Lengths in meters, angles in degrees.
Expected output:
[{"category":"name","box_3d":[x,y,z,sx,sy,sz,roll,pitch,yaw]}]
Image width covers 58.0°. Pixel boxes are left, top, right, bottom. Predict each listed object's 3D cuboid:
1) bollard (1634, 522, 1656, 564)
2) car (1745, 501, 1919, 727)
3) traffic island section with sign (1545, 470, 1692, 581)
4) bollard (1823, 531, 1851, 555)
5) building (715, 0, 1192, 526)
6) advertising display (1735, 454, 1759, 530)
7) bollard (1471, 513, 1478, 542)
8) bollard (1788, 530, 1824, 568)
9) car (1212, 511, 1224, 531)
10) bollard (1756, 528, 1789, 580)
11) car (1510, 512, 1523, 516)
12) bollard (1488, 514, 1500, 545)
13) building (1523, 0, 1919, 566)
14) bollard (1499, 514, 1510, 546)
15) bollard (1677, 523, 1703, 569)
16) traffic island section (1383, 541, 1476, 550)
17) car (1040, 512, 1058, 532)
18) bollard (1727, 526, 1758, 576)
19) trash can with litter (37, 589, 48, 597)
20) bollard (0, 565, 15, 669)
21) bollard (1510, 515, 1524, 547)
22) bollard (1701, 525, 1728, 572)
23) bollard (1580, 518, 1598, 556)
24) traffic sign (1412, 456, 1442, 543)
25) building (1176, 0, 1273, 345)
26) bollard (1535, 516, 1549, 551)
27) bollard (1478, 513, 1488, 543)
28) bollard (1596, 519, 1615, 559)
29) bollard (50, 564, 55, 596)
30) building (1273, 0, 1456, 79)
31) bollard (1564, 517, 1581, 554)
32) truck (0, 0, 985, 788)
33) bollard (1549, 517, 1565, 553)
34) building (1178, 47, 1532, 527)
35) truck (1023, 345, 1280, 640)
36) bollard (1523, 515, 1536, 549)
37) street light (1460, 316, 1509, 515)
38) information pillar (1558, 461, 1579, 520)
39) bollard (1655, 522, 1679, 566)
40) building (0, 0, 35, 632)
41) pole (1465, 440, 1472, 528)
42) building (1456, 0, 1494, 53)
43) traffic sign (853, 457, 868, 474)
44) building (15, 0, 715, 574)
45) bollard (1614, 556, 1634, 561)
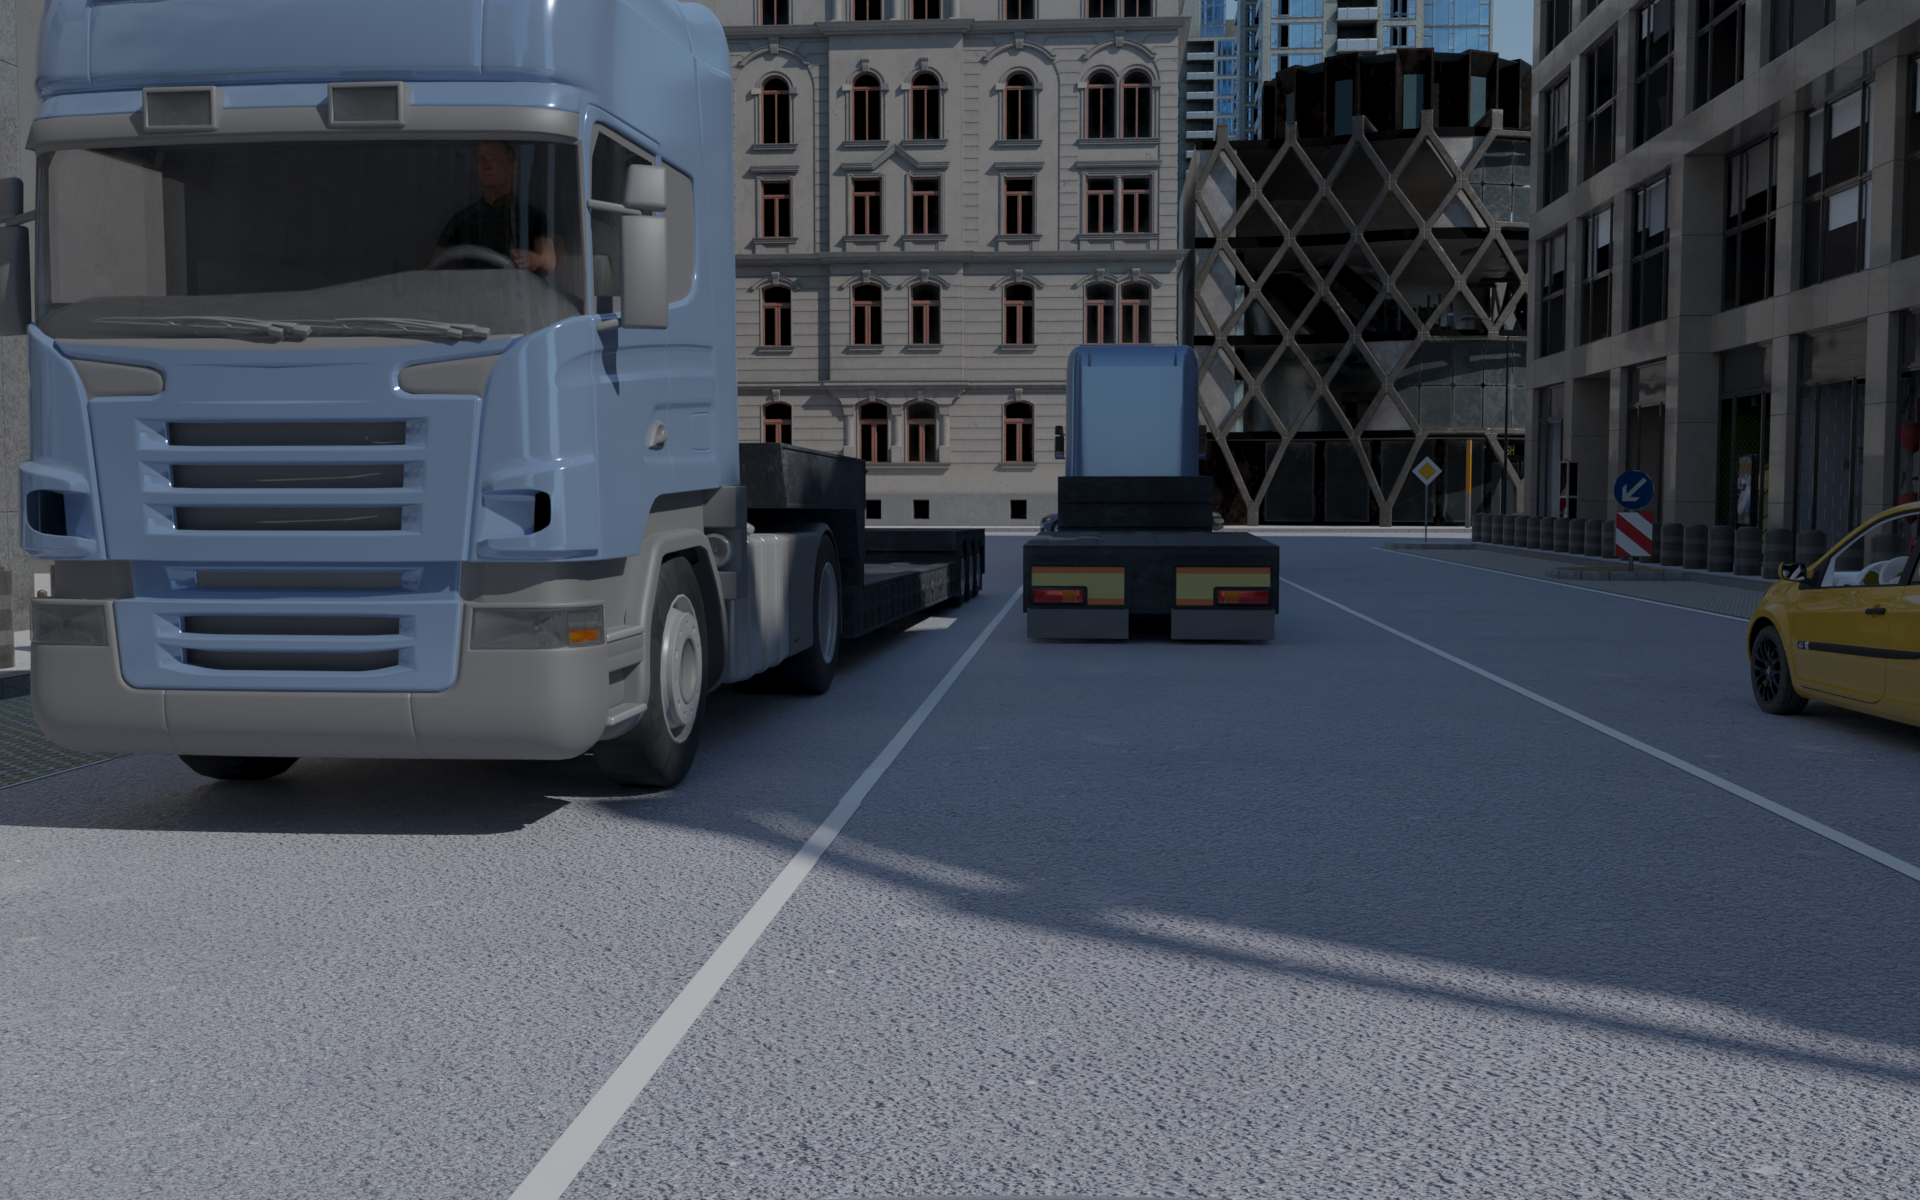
[{"category":"bollard","box_3d":[12.822,-1.065,32.133,0.404,0.777,0.398,0,3,0]},{"category":"car","box_3d":[6.017,0.010,10.056,2.015,1.641,3.980,0,4,4]},{"category":"traffic island section with sign","box_3d":[11.040,-1.264,29.290,1.989,1.847,2.006,0,4,5]},{"category":"bollard","box_3d":[12.152,-0.550,23.714,0.404,0.777,0.398,0,3,0]},{"category":"building","box_3d":[-2.022,-17.563,74.538,23.554,28.519,14.401,0,4,5]},{"category":"advertising display","box_3d":[12.880,-1.416,28.359,0.123,1.923,0.974,1,4,12]},{"category":"bollard","box_3d":[13.968,-1.948,46.570,0.404,0.777,0.398,0,3,0]},{"category":"bollard","box_3d":[12.246,-0.624,24.916,0.404,0.777,0.398,0,3,0]},{"category":"car","box_3d":[7.282,-3.174,61.681,4.222,1.686,2.009,0,4,5]},{"category":"bollard","box_3d":[12.340,-0.698,26.122,0.404,0.777,0.398,0,3,0]},{"category":"car","box_3d":[18.245,-2.407,51.354,4.499,1.417,2.014,0,4,5]},{"category":"bollard","box_3d":[13.783,-1.802,44.174,0.404,0.777,0.398,0,3,0]},{"category":"building","box_3d":[22.800,-13.569,26.374,19.350,26.468,34.151,0,4,5]},{"category":"bollard","box_3d":[13.685,-1.728,42.963,0.404,0.777,0.398,0,3,0]},{"category":"bollard","box_3d":[12.628,-0.917,29.716,0.404,0.777,0.398,0,3,0]},{"category":"traffic island section","box_3d":[12.339,-1.439,45.812,2.009,0.180,2.903,0,4,5]},{"category":"car","box_3d":[4.754,-2.588,54.309,4.499,1.417,2.014,0,4,6]},{"category":"bollard","box_3d":[12.435,-0.771,27.320,0.404,0.777,0.398,0,3,0]},{"category":"trash can with litter","box_3d":[-10.764,-0.545,19.966,1.678,1.210,2.233,-1,4,-9]},{"category":"bollard","box_3d":[-7.207,0.119,12.771,0.404,0.777,0.398,0,3,0]},{"category":"bollard","box_3d":[13.589,-1.654,41.765,0.404,0.777,0.398,0,3,0]},{"category":"bollard","box_3d":[12.531,-0.844,28.519,0.404,0.777,0.398,0,3,0]},{"category":"bollard","box_3d":[13.109,-1.286,35.748,0.404,0.777,0.398,0,3,0]},{"category":"traffic sign","box_3d":[12.315,-2.575,45.737,0.795,2.450,0.064,0,4,5]},{"category":"building","box_3d":[25.198,-56.416,235.070,31.000,86.520,22.319,0,4,5]},{"category":"bollard","box_3d":[13.399,-1.508,39.368,0.404,0.777,0.398,0,3,0]},{"category":"bollard","box_3d":[13.879,-1.875,45.371,0.404,0.777,0.398,0,3,0]},{"category":"bollard","box_3d":[13.010,-1.212,34.535,0.404,0.777,0.398,0,3,0]},{"category":"bollard","box_3d":[-7.107,0.046,13.971,0.404,0.777,0.398,0,3,0]},{"category":"building","box_3d":[38.117,-53.360,185.108,22.319,86.520,31.000,0,4,5]},{"category":"bollard","box_3d":[13.206,-1.360,36.946,0.404,0.777,0.398,0,3,0]},{"category":"truck","box_3d":[-1.813,-1.574,15.490,2.967,4.110,18.799,0,4,6]},{"category":"bollard","box_3d":[13.300,-1.434,38.168,0.404,0.777,0.398,0,3,0]},{"category":"building","box_3d":[18.190,-12.658,74.408,16.811,18.784,16.820,0,4,5]},{"category":"truck","box_3d":[2.615,-2.196,25.658,2.967,4.110,18.799,0,4,5]},{"category":"bollard","box_3d":[13.495,-1.581,40.566,0.404,0.777,0.398,0,3,0]},{"category":"street light","box_3d":[13.732,-4.450,45.301,1.470,5.913,1.316,0,4,5]},{"category":"information pillar","box_3d":[13.602,-2.094,38.723,0.304,2.012,0.304,-1,4,-20]},{"category":"bollard","box_3d":[12.724,-0.991,30.919,0.404,0.777,0.398,0,3,0]},{"category":"building","box_3d":[-15.549,-11.514,6.282,12.078,24.808,19.932,0,4,5]},{"category":"pole","box_3d":[19.181,-4.372,65.332,0.158,3.312,0.155,0,3,0]},{"category":"building","box_3d":[35.129,-51.476,154.305,22.319,86.520,31.000,0,4,5]},{"category":"traffic sign","box_3d":[-2.879,-2.650,46.964,0.795,2.450,0.064,0,4,5]},{"category":"building","box_3d":[-24.155,-14.246,37.445,34.151,26.468,19.350,0,4,5]},{"category":"bollard","box_3d":[12.917,-1.138,33.331,0.404,0.777,0.398,0,3,0]}]
